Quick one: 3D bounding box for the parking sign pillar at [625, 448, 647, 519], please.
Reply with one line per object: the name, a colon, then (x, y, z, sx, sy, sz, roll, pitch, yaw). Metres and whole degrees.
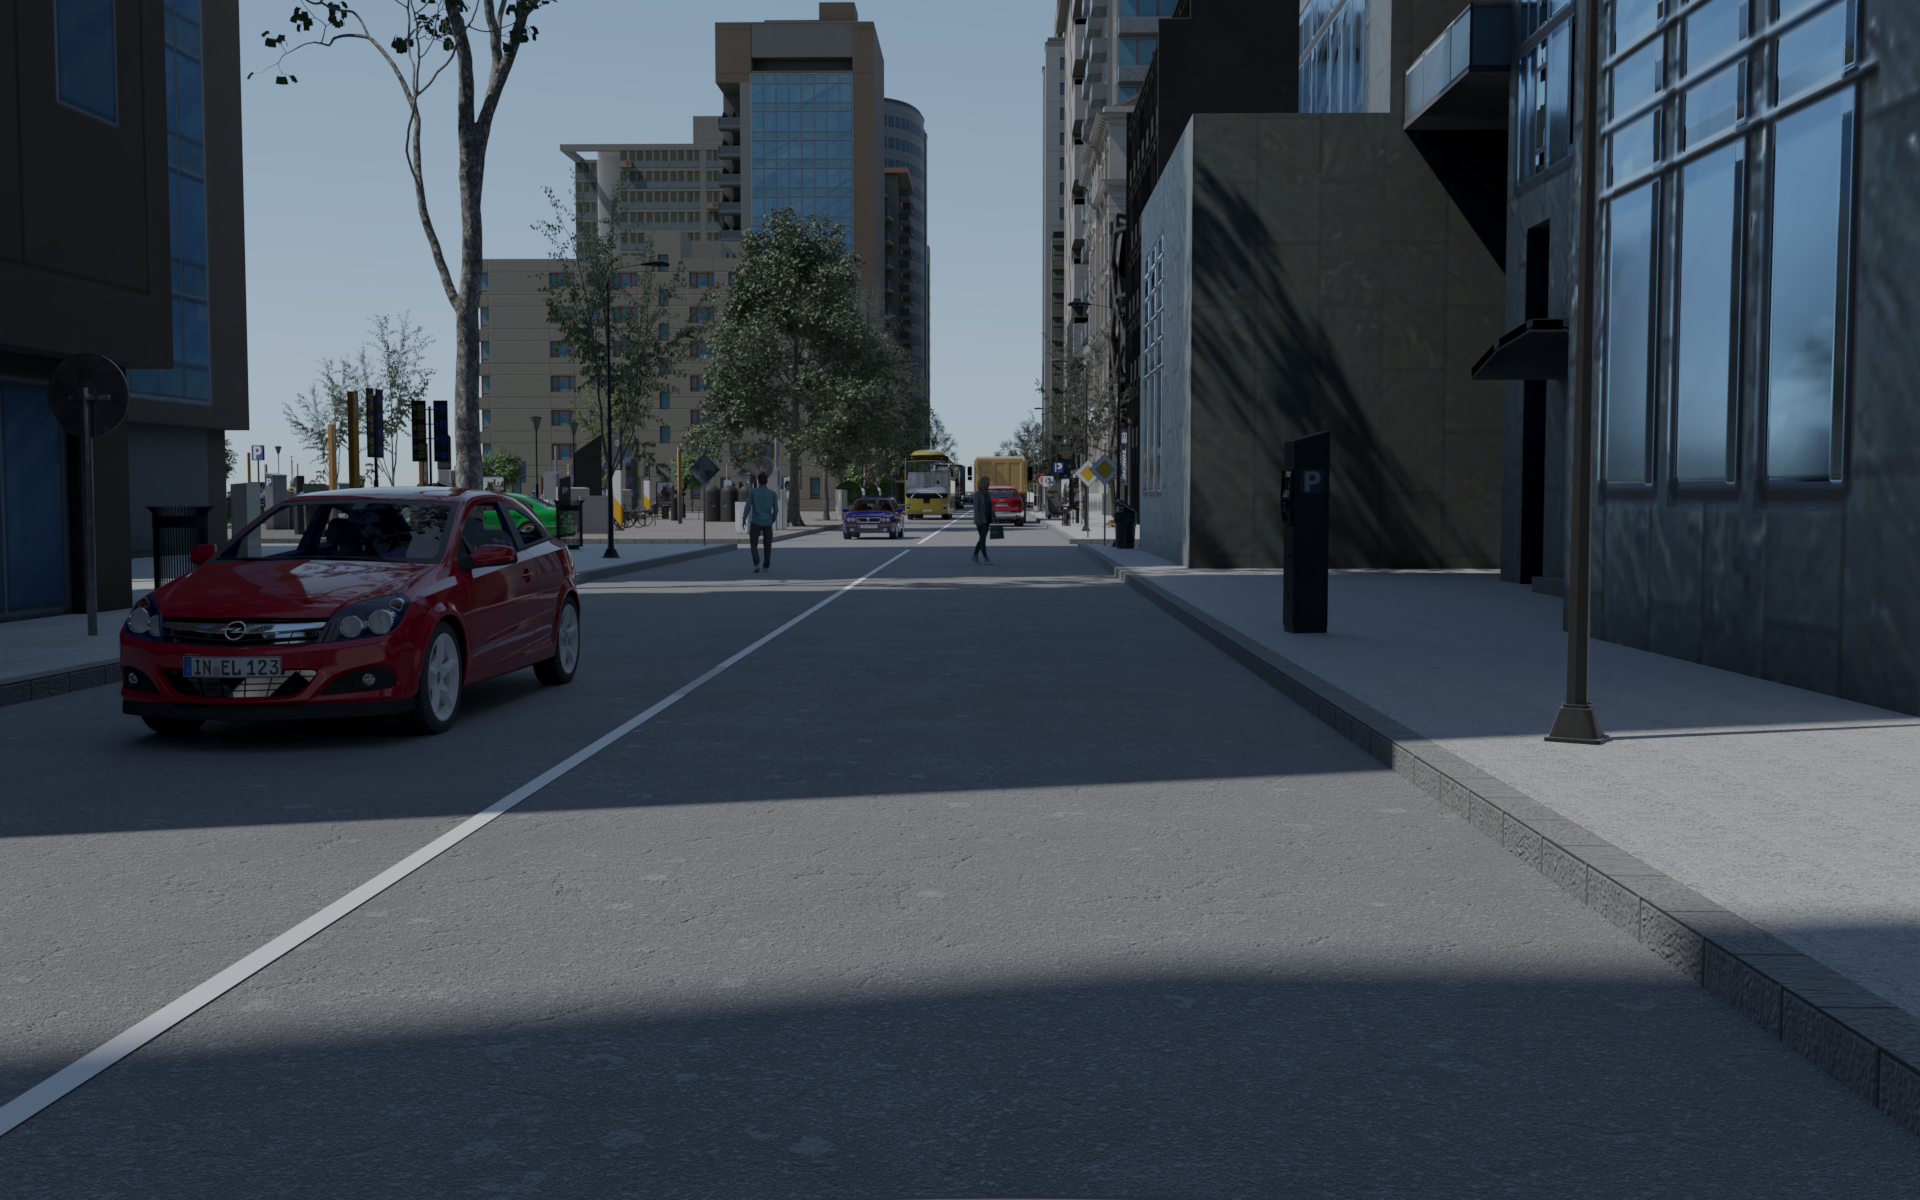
parking sign pillar: (-16.968, -6.184, 89.576, 1.447, 3.967, 1.447, 0, 4, -1)

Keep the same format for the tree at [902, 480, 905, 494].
tree: (-5.120, -10.741, 170.223, 1.663, 3.219, 1.824, 0, 3, 0)

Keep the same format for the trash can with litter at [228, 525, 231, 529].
trash can with litter: (-27.071, -3.265, 64.443, 2.233, 1.210, 1.678, 1, 4, 10)

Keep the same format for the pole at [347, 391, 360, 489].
pole: (-12.027, -2.480, 34.392, 0.158, 3.312, 0.155, 0, 3, 0)

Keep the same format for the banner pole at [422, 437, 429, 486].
banner pole: (-23.052, -5.198, 75.000, 0.401, 3.779, 0.863, 1, 4, 16)

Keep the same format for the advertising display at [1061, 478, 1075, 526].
advertising display: (4.265, -3.933, 69.512, 0.123, 1.923, 0.974, -1, 4, -17)

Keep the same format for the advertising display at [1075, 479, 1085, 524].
advertising display: (5.179, -4.293, 75.402, 0.123, 1.923, 0.974, 3, 5, 40)

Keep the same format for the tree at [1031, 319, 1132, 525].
tree: (5.102, -7.458, 72.299, 4.360, 8.622, 3.978, 0, 3, 0)

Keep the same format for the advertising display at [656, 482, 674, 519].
advertising display: (-15.150, -5.125, 89.005, 0.974, 1.923, 0.123, -2, 4, -32)

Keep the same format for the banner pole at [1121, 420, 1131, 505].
banner pole: (5.632, -4.200, 58.684, 0.401, 3.779, 0.863, -1, 4, -21)

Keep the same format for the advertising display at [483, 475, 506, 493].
advertising display: (-16.084, -3.324, 59.554, 0.974, 1.923, 0.123, 1, 4, 10)

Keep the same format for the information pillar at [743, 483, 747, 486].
information pillar: (-14.551, -6.854, 116.555, 0.304, 2.012, 0.304, 1, 4, 22)

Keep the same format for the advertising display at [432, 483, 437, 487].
advertising display: (-29.781, -5.749, 99.209, 0.123, 1.923, 0.974, 2, 4, 35)

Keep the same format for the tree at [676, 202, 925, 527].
tree: (-6.466, -9.254, 68.318, 9.611, 12.733, 9.660, 0, 3, 0)

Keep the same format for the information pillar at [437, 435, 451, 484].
information pillar: (-17.372, -4.096, 58.318, 0.504, 3.616, 0.183, -3, 5, -40)

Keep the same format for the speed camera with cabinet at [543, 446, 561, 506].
speed camera with cabinet: (-16.848, -4.763, 72.218, 0.660, 3.252, 2.038, 0, 4, 1)

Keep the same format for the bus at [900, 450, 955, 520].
bus: (-1.694, -6.630, 99.944, 2.896, 3.916, 12.252, 0, 4, 1)

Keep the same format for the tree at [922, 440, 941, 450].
tree: (-3.877, -16.191, 215.089, 4.360, 8.622, 3.978, 0, 3, 0)

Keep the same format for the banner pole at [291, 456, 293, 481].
banner pole: (-43.764, -7.557, 113.577, 0.401, 3.779, 0.863, -2, 4, -28)

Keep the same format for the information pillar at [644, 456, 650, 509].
information pillar: (-19.270, -7.053, 106.677, 0.504, 3.616, 0.183, 2, 4, 35)

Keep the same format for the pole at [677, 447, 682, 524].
pole: (-12.049, -4.930, 74.451, 0.158, 3.312, 0.155, 0, 3, 0)

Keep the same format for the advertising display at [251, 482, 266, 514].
advertising display: (-36.927, -5.270, 91.373, 0.974, 1.923, 0.123, -2, 4, -28)

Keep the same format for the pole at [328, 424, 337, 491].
pole: (-18.315, -3.469, 50.569, 0.158, 3.312, 0.155, 0, 3, 0)

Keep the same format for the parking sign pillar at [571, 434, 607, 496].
parking sign pillar: (-16.706, -5.444, 77.475, 1.447, 3.967, 1.447, -2, 4, -30)

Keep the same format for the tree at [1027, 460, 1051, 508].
tree: (7.019, -10.918, 162.222, 4.285, 4.588, 4.351, 0, 3, 0)

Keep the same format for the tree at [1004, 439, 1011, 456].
tree: (6.856, -14.276, 183.769, 4.360, 8.622, 3.978, 0, 3, 0)

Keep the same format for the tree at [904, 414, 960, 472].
tree: (-3.321, -16.356, 201.824, 7.601, 10.594, 8.767, 0, 4, 5)

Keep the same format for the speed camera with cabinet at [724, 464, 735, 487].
speed camera with cabinet: (-15.280, -7.254, 112.946, 0.660, 3.252, 2.038, 1, 4, 16)

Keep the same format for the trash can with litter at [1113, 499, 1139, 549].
trash can with litter: (4.128, -1.792, 40.680, 1.055, 1.170, 0.624, 1, 4, 13)

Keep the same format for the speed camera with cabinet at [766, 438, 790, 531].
speed camera with cabinet: (-6.605, -4.118, 61.661, 0.660, 3.252, 2.038, 0, 4, 3)

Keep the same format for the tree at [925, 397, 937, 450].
tree: (-6.038, -12.378, 119.381, 9.611, 12.733, 9.660, 0, 3, 0)

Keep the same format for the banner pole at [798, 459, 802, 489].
banner pole: (-10.028, -7.158, 107.050, 0.401, 3.779, 0.863, 2, 4, 34)

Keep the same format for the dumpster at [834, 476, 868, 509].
dumpster: (-5.843, -5.451, 91.614, 1.502, 2.255, 1.985, 0, 4, 1)

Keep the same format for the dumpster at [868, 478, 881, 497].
dumpster: (-5.556, -6.233, 104.408, 1.502, 2.255, 1.985, 0, 4, 1)

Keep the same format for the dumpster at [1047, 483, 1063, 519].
dumpster: (5.078, -5.063, 88.536, 1.264, 1.857, 1.865, 0, 4, 1)

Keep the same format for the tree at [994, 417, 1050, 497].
tree: (7.847, -16.794, 208.992, 8.767, 10.594, 7.601, 0, 4, -6)

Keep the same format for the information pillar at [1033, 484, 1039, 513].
information pillar: (5.301, -7.084, 120.321, 0.304, 2.012, 0.304, 2, 4, 26)

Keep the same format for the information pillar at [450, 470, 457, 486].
information pillar: (-15.199, -2.929, 52.377, 0.304, 2.012, 0.304, 2, 4, 32)

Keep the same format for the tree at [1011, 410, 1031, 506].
tree: (6.727, -11.841, 143.965, 4.360, 8.622, 3.978, 0, 3, 0)

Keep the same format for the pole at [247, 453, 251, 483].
pole: (-34.882, -5.577, 85.027, 0.158, 3.312, 0.155, 0, 3, 0)

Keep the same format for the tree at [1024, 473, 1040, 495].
tree: (6.758, -10.002, 158.135, 1.663, 3.219, 1.824, 0, 3, 0)

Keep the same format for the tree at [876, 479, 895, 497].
tree: (-5.883, -8.360, 131.294, 1.663, 3.219, 1.824, 0, 3, 0)

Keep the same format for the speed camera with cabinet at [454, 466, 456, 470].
speed camera with cabinet: (-35.690, -7.813, 122.071, 0.660, 3.252, 2.038, -1, 4, -9)

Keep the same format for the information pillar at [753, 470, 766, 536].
information pillar: (-6.165, -2.985, 53.292, 0.304, 2.012, 0.304, -3, 4, -38)

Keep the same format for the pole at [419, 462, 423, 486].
pole: (-26.099, -5.506, 83.861, 0.158, 3.312, 0.155, 0, 3, 0)

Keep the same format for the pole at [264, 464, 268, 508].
pole: (-47.343, -7.607, 118.214, 0.158, 3.312, 0.155, 0, 3, 0)

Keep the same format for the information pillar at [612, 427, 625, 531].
information pillar: (-11.977, -4.228, 60.475, 0.504, 3.616, 0.183, 3, 4, 36)

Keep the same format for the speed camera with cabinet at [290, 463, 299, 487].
speed camera with cabinet: (-43.321, -7.158, 111.368, 2.038, 3.252, 0.660, 0, 4, 3)
